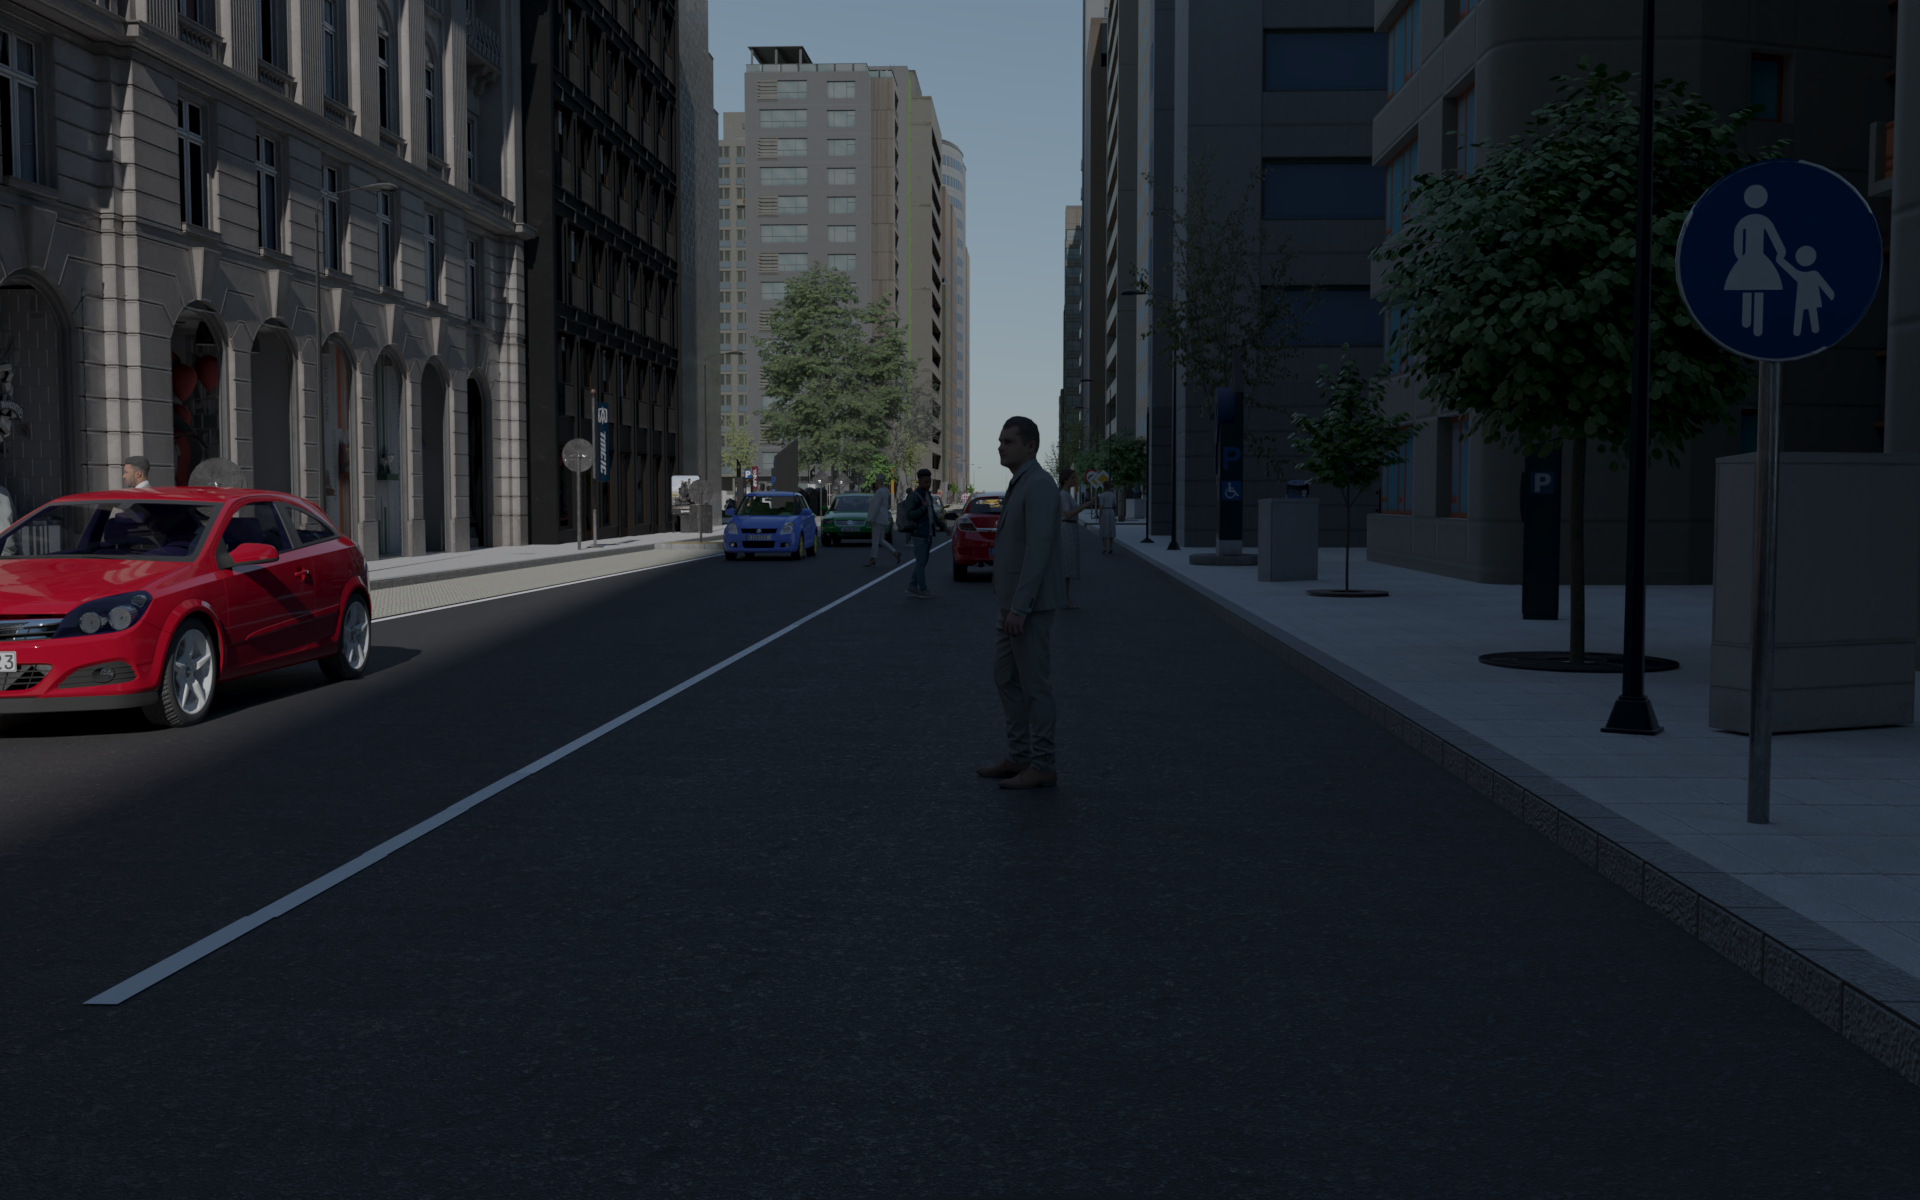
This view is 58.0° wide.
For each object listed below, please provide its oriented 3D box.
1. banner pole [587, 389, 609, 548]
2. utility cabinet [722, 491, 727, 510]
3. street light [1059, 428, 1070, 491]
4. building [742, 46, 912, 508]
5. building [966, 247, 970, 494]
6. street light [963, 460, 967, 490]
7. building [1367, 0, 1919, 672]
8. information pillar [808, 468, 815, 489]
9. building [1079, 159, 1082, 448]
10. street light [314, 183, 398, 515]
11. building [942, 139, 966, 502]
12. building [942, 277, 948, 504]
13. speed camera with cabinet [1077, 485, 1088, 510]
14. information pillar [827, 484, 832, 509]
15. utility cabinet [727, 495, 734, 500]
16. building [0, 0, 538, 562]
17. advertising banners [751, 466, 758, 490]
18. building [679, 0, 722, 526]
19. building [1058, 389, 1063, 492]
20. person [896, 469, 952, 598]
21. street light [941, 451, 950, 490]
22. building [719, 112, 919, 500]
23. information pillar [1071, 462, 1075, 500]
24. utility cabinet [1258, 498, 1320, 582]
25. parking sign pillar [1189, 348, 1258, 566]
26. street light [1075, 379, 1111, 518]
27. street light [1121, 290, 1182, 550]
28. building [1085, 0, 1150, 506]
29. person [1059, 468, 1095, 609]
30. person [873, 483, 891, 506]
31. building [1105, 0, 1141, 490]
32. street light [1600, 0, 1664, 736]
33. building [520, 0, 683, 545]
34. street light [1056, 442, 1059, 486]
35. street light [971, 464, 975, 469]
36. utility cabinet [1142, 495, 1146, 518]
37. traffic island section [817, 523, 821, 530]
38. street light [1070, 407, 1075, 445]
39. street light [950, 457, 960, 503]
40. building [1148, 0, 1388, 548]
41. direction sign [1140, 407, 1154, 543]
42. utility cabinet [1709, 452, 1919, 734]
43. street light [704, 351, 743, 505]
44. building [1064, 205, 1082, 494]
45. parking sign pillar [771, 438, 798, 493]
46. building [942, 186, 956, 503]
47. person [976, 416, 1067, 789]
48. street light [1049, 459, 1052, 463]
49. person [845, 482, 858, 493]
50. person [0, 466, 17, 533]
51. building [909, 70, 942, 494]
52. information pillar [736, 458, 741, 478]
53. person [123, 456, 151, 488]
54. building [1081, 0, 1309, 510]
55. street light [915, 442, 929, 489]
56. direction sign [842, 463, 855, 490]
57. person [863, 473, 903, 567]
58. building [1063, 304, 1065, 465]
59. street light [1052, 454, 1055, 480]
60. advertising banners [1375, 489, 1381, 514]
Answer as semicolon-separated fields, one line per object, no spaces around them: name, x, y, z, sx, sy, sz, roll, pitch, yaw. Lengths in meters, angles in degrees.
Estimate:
banner pole;-8.649;-3.154;41.577;0.401;3.779;0.863;1;4;23
utility cabinet;-15.346;-6.332;112.202;0.318;1.500;1.173;-1;4;-19
street light;7.941;-9.158;122.277;1.470;5.913;1.316;0;4;2
building;-11.984;-29.193;160.908;14.154;41.232;14.086;0;4;2
building;-5.455;-39.948;303.266;14.600;45.320;14.200;0;4;2
street light;0.142;-16.256;238.330;1.470;5.913;1.316;0;4;2
building;21.022;-10.562;17.724;27.650;21.520;28.899;0;4;2
information pillar;-12.494;-9.508;146.815;0.504;3.616;0.183;-2;4;-25
building;25.978;-36.211;211.655;23.786;49.044;30.456;0;4;2
street light;-9.095;-3.273;26.055;1.470;5.913;1.316;0;4;2
building;-10.106;-45.253;281.879;21.231;58.520;28.212;0;4;2
building;-8.973;-27.550;222.143;14.160;30.474;14.107;0;4;2
speed camera with cabinet;9.537;-8.656;135.859;0.660;3.252;2.038;1;4;20
information pillar;-9.042;-7.111;120.760;0.304;2.012;0.304;-2;4;-34
utility cabinet;-17.032;-7.053;126.476;1.020;1.237;0.306;-1;4;-10
building;-17.142;-11.592;31.327;13.314;21.916;24.055;0;4;2
advertising banners;-12.320;-6.892;108.867;0.090;3.025;2.074;3;5;43
building;-18.277;-12.845;64.760;16.860;20.320;10.420;0;4;2
building;30.956;-27.691;297.788;27.650;21.520;28.899;0;4;2
person;-0.521;-0.921;23.910;0.721;1.781;0.623;1;4;15
street light;-2.147;-13.055;185.995;1.470;5.913;1.316;0;4;2
building;-19.772;-29.884;180.477;32.217;40.220;23.993;0;4;2
information pillar;8.159;-8.189;125.251;0.183;3.616;0.504;-2;4;-24
utility cabinet;4.853;-0.884;25.623;1.020;1.237;0.306;-3;4;-37
parking sign pillar;4.899;-2.629;31.453;1.447;3.967;1.447;0;4;6
street light;5.509;-5.954;69.884;1.470;5.913;1.316;0;4;2
street light;4.359;-4.098;39.547;1.470;5.913;1.316;0;4;2
building;18.776;-31.245;160.967;14.600;45.320;14.200;0;4;2
person;1.441;-0.773;21.710;0.524;1.755;0.480;0;4;6
person;-2.556;-2.885;55.851;0.592;1.802;0.473;3;5;44
building;22.850;-31.514;138.962;21.300;48.544;21.600;0;4;2
street light;3.095;-2.243;9.216;1.470;5.913;1.316;0;4;2
building;-15.975;-13.546;51.158;12.332;23.373;15.834;0;4;2
street light;9.357;-11.049;153.188;1.470;5.913;1.316;0;4;2
street light;1.550;-18.149;269.273;1.470;5.913;1.316;0;4;2
utility cabinet;10.372;-5.064;93.963;1.020;1.237;0.306;0;4;-6
traffic island section;-5.699;-2.972;70.865;2.009;0.180;2.903;0;4;2
street light;6.727;-7.303;91.943;1.470;5.913;1.316;0;4;2
street light;-0.760;-14.914;216.391;1.470;5.913;1.316;0;4;2
building;16.477;-31.273;53.315;21.231;58.520;28.212;0;4;2
direction sign;4.922;-3.269;45.448;0.379;3.537;0.876;0;4;7
utility cabinet;4.649;-0.046;9.425;1.173;1.500;0.318;-1;4;-21
street light;-7.745;-5.128;56.382;1.470;5.913;1.316;0;4;2
building;21.923;-34.446;246.788;14.154;41.232;14.086;0;4;2
parking sign pillar;-8.414;-5.793;83.195;1.447;3.967;1.447;-3;5;-40
building;-8.580;-36.399;245.240;14.600;45.320;14.200;0;4;2
person;0.330;0.005;8.511;0.391;1.810;0.635;-1;4;-11
street light;11.195;-13.810;198.340;1.470;5.913;1.316;0;4;2
person;-3.683;-3.127;59.498;0.514;1.842;0.818;-2;4;-23
person;-7.631;-0.274;13.459;0.515;1.767;0.782;1;4;12
building;-13.327;-35.414;202.718;21.300;48.544;21.600;0;4;2
information pillar;-14.544;-7.493;113.860;0.183;3.616;0.504;1;4;21
person;-7.677;-0.465;16.369;0.850;1.792;0.678;-2;4;-27
building;23.316;-39.155;182.175;21.231;58.520;28.212;0;4;2
street light;-3.466;-11.200;155.666;1.470;5.913;1.316;0;4;2
direction sign;-6.542;-6.772;102.712;0.876;3.537;0.379;-1;4;-12
person;-1.524;-1.583;34.265;0.818;1.842;0.514;-1;4;-10
building;22.585;-30.008;262.323;14.160;30.474;14.107;0;4;2
street light;9.921;-11.907;167.224;1.470;5.913;1.316;0;4;2
advertising banners;28.092;-7.276;115.143;0.090;3.025;2.074;2;4;31
